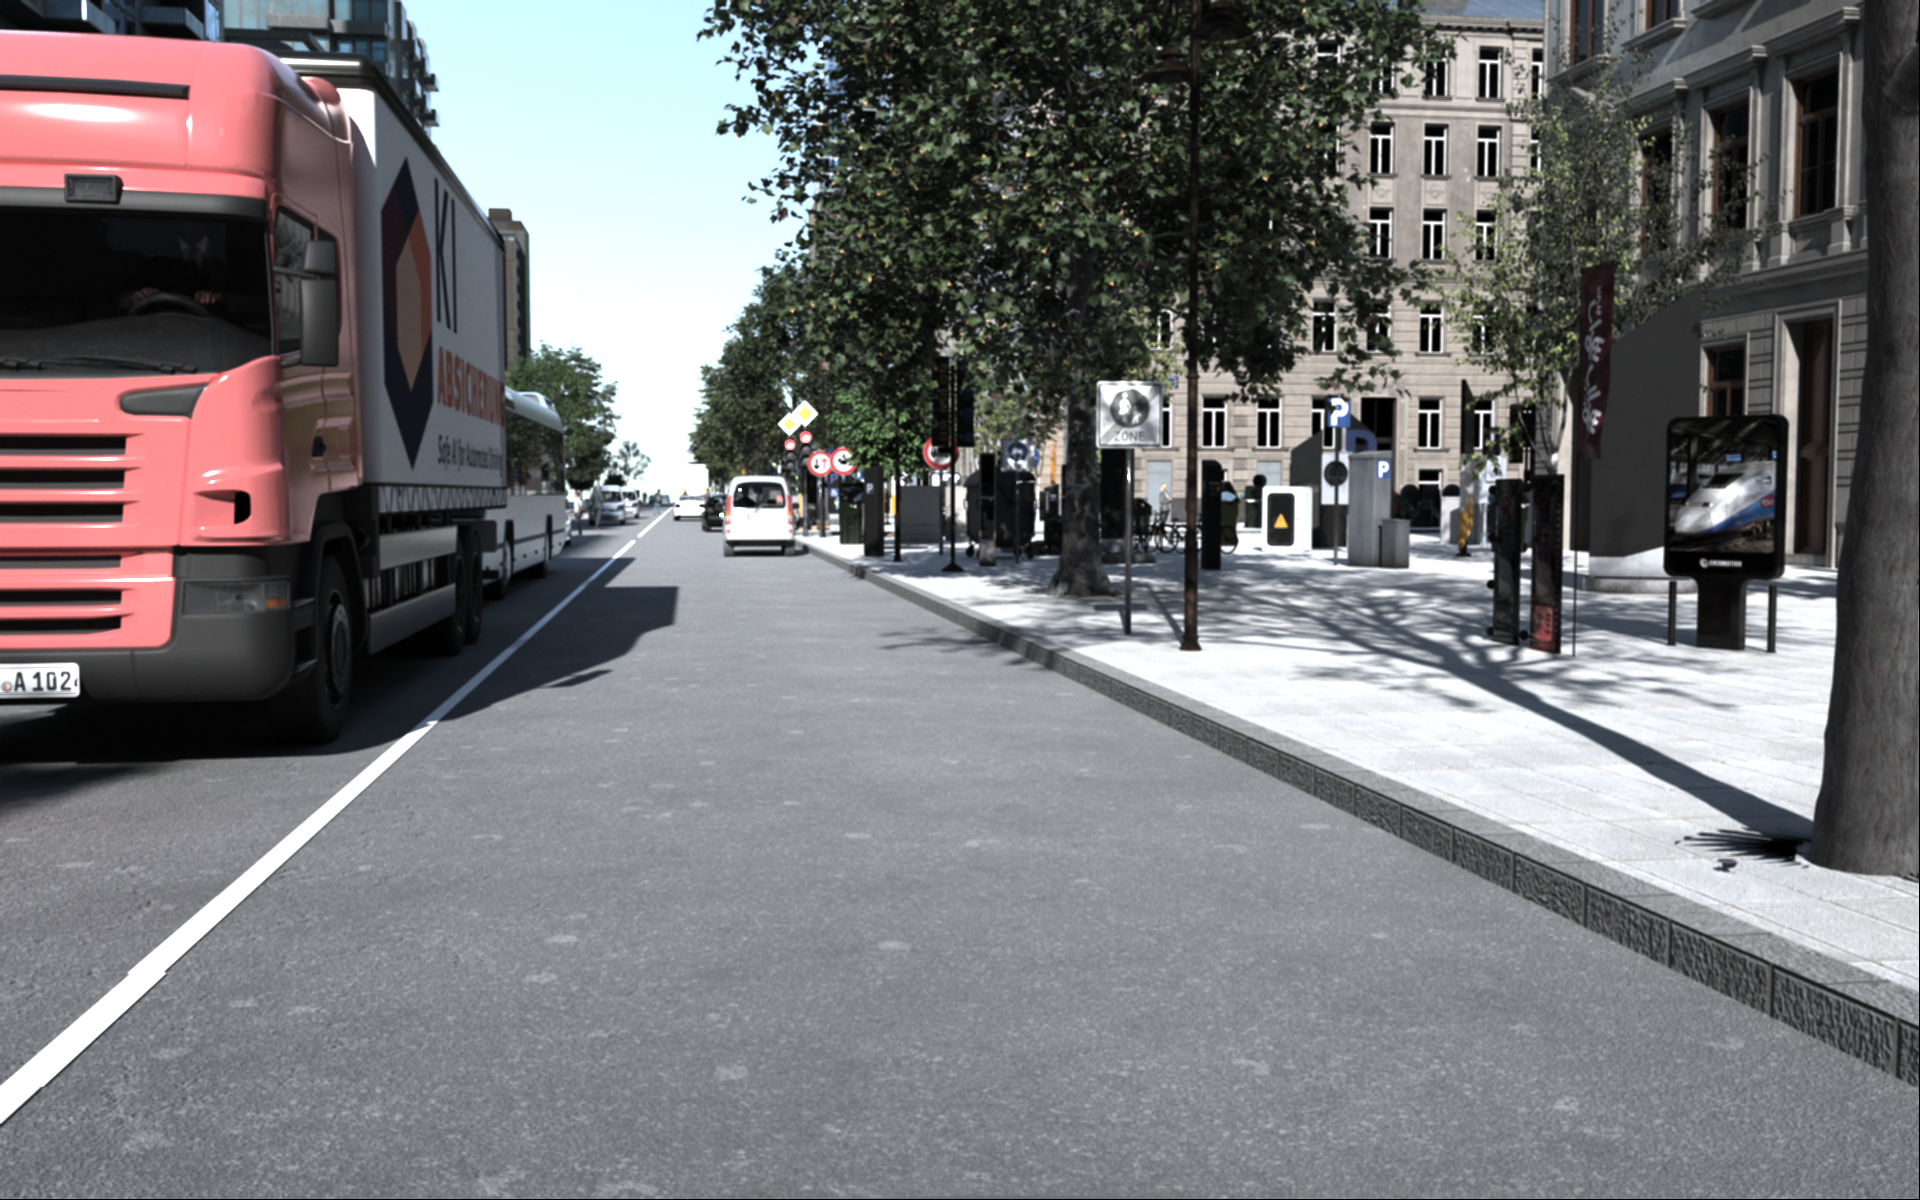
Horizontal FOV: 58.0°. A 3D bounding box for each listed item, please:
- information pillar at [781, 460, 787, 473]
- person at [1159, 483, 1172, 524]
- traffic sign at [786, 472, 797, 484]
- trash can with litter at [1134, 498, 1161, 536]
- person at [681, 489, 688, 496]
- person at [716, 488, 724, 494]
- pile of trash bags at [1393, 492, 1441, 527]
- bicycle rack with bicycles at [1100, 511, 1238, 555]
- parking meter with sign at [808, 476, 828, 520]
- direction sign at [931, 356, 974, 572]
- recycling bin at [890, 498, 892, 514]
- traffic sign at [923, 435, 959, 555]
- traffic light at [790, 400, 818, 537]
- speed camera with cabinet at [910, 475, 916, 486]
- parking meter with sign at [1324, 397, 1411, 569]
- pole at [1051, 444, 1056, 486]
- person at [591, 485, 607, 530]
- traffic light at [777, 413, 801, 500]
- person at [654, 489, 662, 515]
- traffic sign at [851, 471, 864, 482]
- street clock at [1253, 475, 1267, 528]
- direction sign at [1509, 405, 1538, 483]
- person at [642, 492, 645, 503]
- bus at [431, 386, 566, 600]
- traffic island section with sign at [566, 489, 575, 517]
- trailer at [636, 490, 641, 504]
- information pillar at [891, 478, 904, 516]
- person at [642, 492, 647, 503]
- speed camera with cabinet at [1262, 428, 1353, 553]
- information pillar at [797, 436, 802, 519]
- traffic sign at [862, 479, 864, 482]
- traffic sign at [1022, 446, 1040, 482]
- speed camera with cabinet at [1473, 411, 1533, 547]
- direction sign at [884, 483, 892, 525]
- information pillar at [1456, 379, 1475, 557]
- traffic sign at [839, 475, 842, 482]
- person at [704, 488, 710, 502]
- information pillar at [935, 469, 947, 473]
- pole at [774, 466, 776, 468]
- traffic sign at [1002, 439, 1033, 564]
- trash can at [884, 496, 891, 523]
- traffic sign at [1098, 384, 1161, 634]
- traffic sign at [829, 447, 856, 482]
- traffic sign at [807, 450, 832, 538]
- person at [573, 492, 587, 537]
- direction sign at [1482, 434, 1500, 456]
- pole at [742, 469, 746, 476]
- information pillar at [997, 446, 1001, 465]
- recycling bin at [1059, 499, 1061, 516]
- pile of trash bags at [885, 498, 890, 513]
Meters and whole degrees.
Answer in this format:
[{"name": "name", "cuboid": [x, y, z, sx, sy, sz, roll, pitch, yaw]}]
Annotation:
[{"name": "information pillar", "cuboid": [-11.401, -7.406, 112.448, 0.504, 3.616, 0.183, 1, 4, 12]}, {"name": "person", "cuboid": [6.767, -2.941, 56.774, 0.537, 1.800, 0.526, -3, 5, -44]}, {"name": "traffic sign", "cuboid": [-9.458, -5.928, 97.021, 0.768, 2.556, 0.104, -1, 4, -9]}, {"name": "trash can with litter", "cuboid": [5.818, -2.590, 53.729, 1.055, 1.170, 0.624, -2, 4, -28]}, {"name": "person", "cuboid": [-22.447, -8.151, 141.733, 1.348, 1.831, 0.705, -3, 5, -41]}, {"name": "person", "cuboid": [-14.862, -6.002, 106.890, 0.793, 1.790, 0.793, 3, 4, 36]}, {"name": "pile of trash bags", "cuboid": [17.386, -3.519, 67.292, 1.912, 1.369, 3.447, 3, 4, 36]}, {"name": "bicycle rack with bicycles", "cuboid": [4.172, -1.456, 37.188, 2.852, 0.926, 2.925, -2, 4, -30]}, {"name": "parking meter with sign", "cuboid": [-5.806, -4.798, 74.715, 1.738, 3.016, 0.543, -2, 4, -27]}, {"name": "direction sign", "cuboid": [-0.119, -2.243, 28.670, 0.876, 3.537, 0.379, -3, 5, -39]}, {"name": "recycling bin", "cuboid": [-4.188, -6.155, 113.190, 0.722, 1.027, 0.722, 0, 4, 2]}, {"name": "traffic sign", "cuboid": [-0.397, -2.222, 36.442, 0.768, 2.556, 0.104, 0, 4, -4]}, {"name": "traffic light", "cuboid": [-4.668, -3.860, 52.035, 0.839, 4.253, 0.868, -1, 4, -9]}, {"name": "speed camera with cabinet", "cuboid": [-1.229, -4.164, 62.418, 0.660, 3.252, 2.038, -1, 4, -20]}, {"name": "parking meter with sign", "cuboid": [7.193, -2.091, 30.443, 0.543, 3.016, 1.738, -2, 4, -30]}, {"name": "pole", "cuboid": [3.805, -4.702, 70.728, 0.158, 3.312, 0.155, 0, 3, 0]}, {"name": "person", "cuboid": [-14.335, -3.683, 68.895, 0.661, 1.801, 0.590, 2, 4, 35]}, {"name": "traffic light", "cuboid": [-5.912, -4.343, 59.923, 0.839, 4.253, 0.868, -1, 4, -9]}, {"name": "person", "cuboid": [-20.730, -6.726, 118.812, 0.623, 1.781, 0.721, 0, 4, 4]}, {"name": "traffic sign", "cuboid": [-3.463, -3.688, 60.409, 0.768, 2.556, 0.104, 0, 4, -2]}, {"name": "street clock", "cuboid": [11.188, -3.677, 64.681, 0.358, 2.002, 0.471, -3, 5, -40]}, {"name": "direction sign", "cuboid": [14.342, -3.173, 43.873, 0.876, 3.537, 0.379, 0, 4, 2]}, {"name": "person", "cuboid": [-52.612, -17.115, 288.321, 1.348, 1.826, 0.705, 3, 5, 43]}, {"name": "bus", "cuboid": [-7.797, -1.912, 26.115, 2.948, 3.499, 13.247, -1, 4, -8]}, {"name": "traffic island section with sign", "cuboid": [-24.603, -6.052, 107.580, 1.989, 1.847, 2.006, -1, 4, -9]}, {"name": "trailer", "cuboid": [-45.899, -14.581, 245.447, 1.471, 1.999, 3.904, -1, 4, -11]}, {"name": "information pillar", "cuboid": [-2.316, -4.499, 64.908, 0.504, 3.616, 0.183, -1, 4, -11]}, {"name": "person", "cuboid": [-51.148, -16.718, 281.857, 1.348, 1.822, 0.705, -3, 4, -38]}, {"name": "speed camera with cabinet", "cuboid": [7.710, -2.679, 38.140, 2.038, 3.252, 0.660, 2, 4, 32]}, {"name": "information pillar", "cuboid": [-6.406, -4.755, 69.103, 0.183, 3.616, 0.504, -1, 4, -13]}, {"name": "traffic sign", "cuboid": [-3.565, -3.978, 67.162, 0.606, 2.300, 0.079, 0, 4, -1]}, {"name": "traffic sign", "cuboid": [1.536, -2.555, 41.876, 0.768, 2.556, 0.104, 0, 4, 0]}, {"name": "speed camera with cabinet", "cuboid": [13.441, -2.901, 41.774, 2.038, 3.252, 0.660, 0, 4, -1]}, {"name": "direction sign", "cuboid": [-3.036, -4.911, 72.285, 0.876, 3.537, 0.379, 2, 4, 28]}, {"name": "information pillar", "cuboid": [10.406, -2.705, 35.576, 0.183, 3.616, 0.504, 3, 5, 41]}, {"name": "traffic sign", "cuboid": [-7.390, -6.274, 102.687, 0.768, 2.556, 0.104, 0, 4, -1]}, {"name": "person", "cuboid": [-15.256, -5.800, 103.611, 0.573, 1.790, 0.520, 1, 4, 22]}, {"name": "information pillar", "cuboid": [-0.711, -4.244, 60.737, 0.504, 3.616, 0.183, -2, 4, -28]}, {"name": "pole", "cuboid": [-13.189, -7.953, 123.872, 0.158, 3.312, 0.155, 0, 3, 0]}, {"name": "traffic sign", "cuboid": [1.056, -1.812, 31.752, 0.606, 2.300, 0.079, 0, 4, 0]}, {"name": "trash can", "cuboid": [-3.513, -3.794, 73.679, 0.748, 1.137, 0.748, 0, 3, 0]}, {"name": "traffic sign", "cuboid": [1.539, -0.837, 15.813, 0.606, 2.300, 0.079, 0, 4, -4]}, {"name": "traffic sign", "cuboid": [-3.149, -2.864, 46.931, 0.768, 2.556, 0.104, 0, 4, -1]}, {"name": "traffic sign", "cuboid": [-4.079, -3.093, 50.683, 0.768, 2.556, 0.104, -1, 4, -8]}, {"name": "person", "cuboid": [-12.837, -2.888, 58.321, 0.503, 1.515, 0.523, 2, 4, 26]}, {"name": "direction sign", "cuboid": [19.924, -4.467, 65.028, 0.876, 3.537, 0.379, -2, 4, -29]}, {"name": "pole", "cuboid": [-13.538, -7.017, 108.572, 0.158, 3.312, 0.155, 0, 3, 0]}, {"name": "information pillar", "cuboid": [1.965, -5.650, 83.732, 0.183, 3.616, 0.504, -3, 5, -39]}, {"name": "recycling bin", "cuboid": [5.060, -4.182, 80.925, 0.722, 1.027, 0.722, -1, 4, -15]}, {"name": "pile of trash bags", "cuboid": [-6.469, -6.416, 114.651, 3.447, 1.369, 1.912, -1, 4, -21]}]
